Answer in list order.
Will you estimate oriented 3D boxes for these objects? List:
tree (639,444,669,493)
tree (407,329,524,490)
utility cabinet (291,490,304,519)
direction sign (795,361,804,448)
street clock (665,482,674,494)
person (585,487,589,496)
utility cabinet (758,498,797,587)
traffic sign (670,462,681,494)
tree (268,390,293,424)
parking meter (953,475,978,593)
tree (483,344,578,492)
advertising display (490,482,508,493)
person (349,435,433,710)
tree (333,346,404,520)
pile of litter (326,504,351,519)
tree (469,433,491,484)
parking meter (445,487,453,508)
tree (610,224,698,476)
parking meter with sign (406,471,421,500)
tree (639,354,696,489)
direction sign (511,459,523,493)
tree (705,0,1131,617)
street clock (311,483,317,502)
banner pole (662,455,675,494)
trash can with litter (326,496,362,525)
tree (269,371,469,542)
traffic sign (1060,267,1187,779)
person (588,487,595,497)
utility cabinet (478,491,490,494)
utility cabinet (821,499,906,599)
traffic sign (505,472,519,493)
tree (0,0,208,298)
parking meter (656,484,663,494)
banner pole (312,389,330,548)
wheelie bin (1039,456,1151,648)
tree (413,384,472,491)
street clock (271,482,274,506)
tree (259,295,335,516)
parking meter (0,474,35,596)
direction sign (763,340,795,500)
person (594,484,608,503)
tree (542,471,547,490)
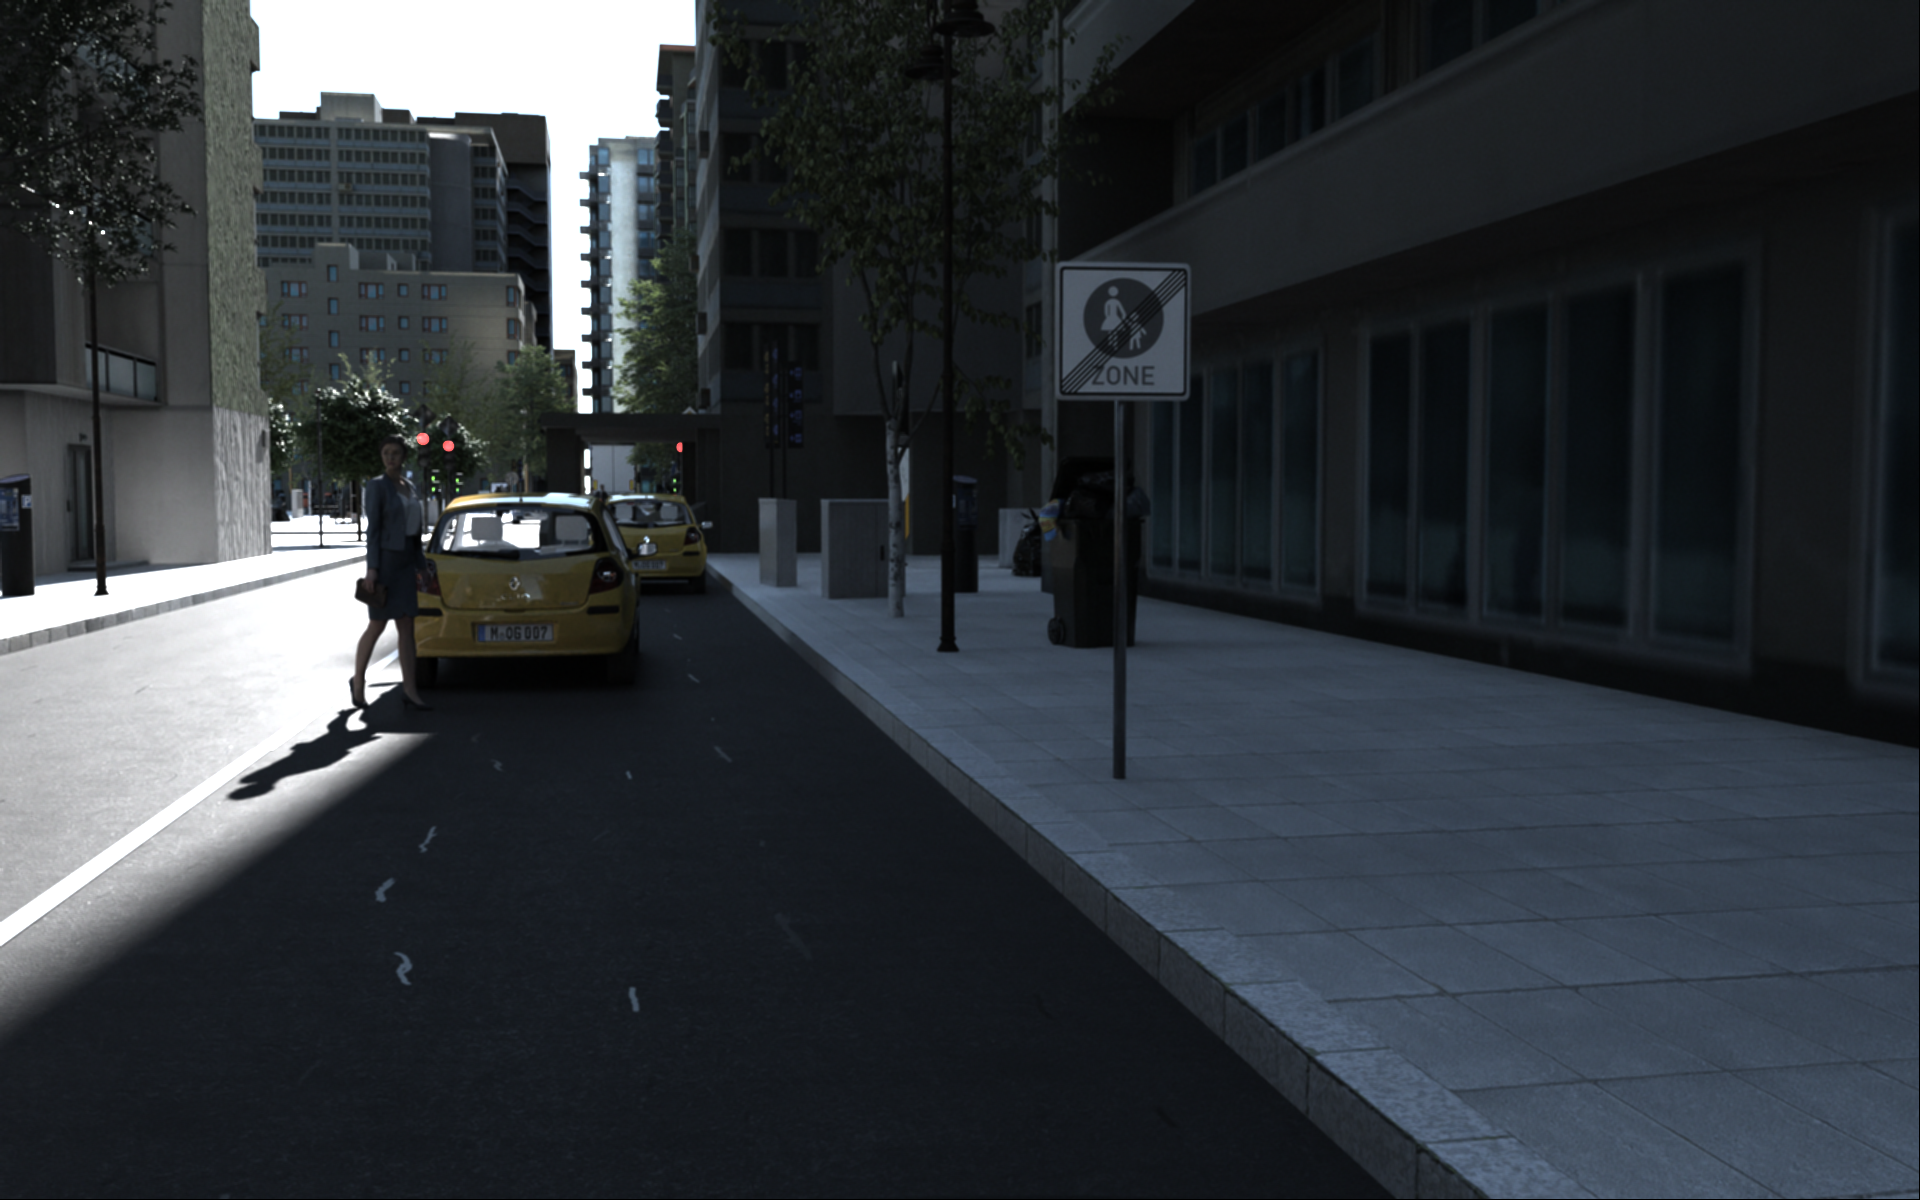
[{"bbox_3d":[-19.625,-10.088,115.297,4.737,8.622,4.395,0,3,0],"label":"tree"},{"bbox_3d":[-23.024,-7.823,78.276,4.737,8.622,4.395,0,3,0],"label":"tree"},{"bbox_3d":[-33.963,-4.901,88.809,0.318,1.500,1.173,0,4,-7],"label":"utility cabinet"},{"bbox_3d":[-3.008,-2.308,29.726,0.876,3.537,0.379,3,4,37],"label":"direction sign"},{"bbox_3d":[-17.050,-5.945,101.772,0.471,2.002,0.358,-2,4,-35],"label":"street clock"},{"bbox_3d":[-15.415,-3.843,72.002,0.598,1.740,0.731,1,4,18],"label":"person"},{"bbox_3d":[-2.556,-0.807,24.350,0.306,1.237,1.020,-1,4,-21],"label":"utility cabinet"},{"bbox_3d":[-10.900,-4.127,67.589,0.768,2.556,0.104,0,4,-8],"label":"traffic sign"},{"bbox_3d":[-47.016,-10.224,117.525,4.360,8.622,3.978,0,3,0],"label":"tree"},{"bbox_3d":[0.051,-0.867,22.593,0.372,1.533,0.369,0,3,0],"label":"parking meter"},{"bbox_3d":[-32.158,-13.014,130.913,7.486,12.596,7.792,0,3,0],"label":"tree"},{"bbox_3d":[-25.234,-5.483,94.863,0.974,1.923,0.123,-2,4,-27],"label":"advertising display"},{"bbox_3d":[-3.796,-0.184,11.540,0.654,1.822,0.581,3,4,37],"label":"person"},{"bbox_3d":[-29.858,-8.326,86.490,4.360,8.622,3.978,0,3,0],"label":"tree"},{"bbox_3d":[-32.018,-4.652,90.027,1.719,0.858,1.176,-1,4,-17],"label":"pile of litter"},{"bbox_3d":[-20.266,-5.157,68.032,4.285,4.588,4.351,0,3,0],"label":"tree"},{"bbox_3d":[-22.052,-4.222,74.733,0.255,1.863,0.399,0,4,3],"label":"parking meter"},{"bbox_3d":[-10.877,-9.487,73.245,7.486,12.596,7.792,0,3,0],"label":"tree"},{"bbox_3d":[-41.468,-8.313,132.185,0.543,3.016,1.738,1,4,17],"label":"parking meter with sign"},{"bbox_3d":[-13.883,-8.284,85.812,4.360,8.622,3.978,0,3,0],"label":"tree"},{"bbox_3d":[-29.063,-7.441,113.665,0.379,3.537,0.876,3,4,37],"label":"direction sign"},{"bbox_3d":[-0.603,-4.112,17.602,4.737,8.622,4.395,0,3,0],"label":"tree"},{"bbox_3d":[-43.315,-6.815,116.000,0.471,2.002,0.358,0,4,5],"label":"street clock"},{"bbox_3d":[-18.178,-7.252,108.582,0.863,3.779,0.401,2,4,31],"label":"banner pole"},{"bbox_3d":[-25.963,-3.766,72.624,1.678,1.210,2.233,-1,4,-20],"label":"trash can with litter"},{"bbox_3d":[-16.209,-3.841,46.509,4.285,4.588,4.351,0,3,0],"label":"tree"},{"bbox_3d":[0.718,-0.343,7.746,0.606,2.300,0.079,0,4,-7],"label":"traffic sign"},{"bbox_3d":[-19.070,-4.921,89.305,0.599,1.781,0.374,0,4,-5],"label":"person"},{"bbox_3d":[-31.686,-6.564,115.999,1.173,1.500,0.318,2,4,28],"label":"utility cabinet"},{"bbox_3d":[-1.193,-0.629,21.454,1.020,1.237,0.306,-2,4,-25],"label":"utility cabinet"},{"bbox_3d":[-25.290,-5.974,97.776,0.768,2.556,0.104,0,4,-5],"label":"traffic sign"},{"bbox_3d":[-10.293,-4.925,14.943,7.601,10.594,8.767,-1,4,-20],"label":"tree"},{"bbox_3d":[-17.990,-5.990,103.639,0.255,1.863,0.399,3,5,40],"label":"parking meter"},{"bbox_3d":[-15.205,-3.129,41.179,0.401,3.779,0.863,-2,4,-25],"label":"banner pole"},{"bbox_3d":[1.176,-0.412,14.649,0.980,1.594,0.693,-1,4,-20],"label":"wheelie bin"},{"bbox_3d":[-34.390,-10.112,115.691,4.360,8.622,3.978,0,3,0],"label":"tree"},{"bbox_3d":[-37.737,-5.510,94.653,0.471,2.002,0.358,0,4,-8],"label":"street clock"},{"bbox_3d":[-25.513,-6.872,62.724,4.737,8.622,4.395,0,3,0],"label":"tree"},{"bbox_3d":[-11.906,-0.822,21.855,0.372,1.533,0.369,0,3,0],"label":"parking meter"},{"bbox_3d":[-2.820,-2.078,25.971,0.379,3.537,0.876,-1,4,-20],"label":"direction sign"},{"bbox_3d":[-17.347,-4.641,83.738,0.474,1.900,0.648,3,4,39],"label":"person"},{"bbox_3d":[-44.574,-12.676,190.973,4.285,4.588,4.351,0,3,0],"label":"tree"}]
